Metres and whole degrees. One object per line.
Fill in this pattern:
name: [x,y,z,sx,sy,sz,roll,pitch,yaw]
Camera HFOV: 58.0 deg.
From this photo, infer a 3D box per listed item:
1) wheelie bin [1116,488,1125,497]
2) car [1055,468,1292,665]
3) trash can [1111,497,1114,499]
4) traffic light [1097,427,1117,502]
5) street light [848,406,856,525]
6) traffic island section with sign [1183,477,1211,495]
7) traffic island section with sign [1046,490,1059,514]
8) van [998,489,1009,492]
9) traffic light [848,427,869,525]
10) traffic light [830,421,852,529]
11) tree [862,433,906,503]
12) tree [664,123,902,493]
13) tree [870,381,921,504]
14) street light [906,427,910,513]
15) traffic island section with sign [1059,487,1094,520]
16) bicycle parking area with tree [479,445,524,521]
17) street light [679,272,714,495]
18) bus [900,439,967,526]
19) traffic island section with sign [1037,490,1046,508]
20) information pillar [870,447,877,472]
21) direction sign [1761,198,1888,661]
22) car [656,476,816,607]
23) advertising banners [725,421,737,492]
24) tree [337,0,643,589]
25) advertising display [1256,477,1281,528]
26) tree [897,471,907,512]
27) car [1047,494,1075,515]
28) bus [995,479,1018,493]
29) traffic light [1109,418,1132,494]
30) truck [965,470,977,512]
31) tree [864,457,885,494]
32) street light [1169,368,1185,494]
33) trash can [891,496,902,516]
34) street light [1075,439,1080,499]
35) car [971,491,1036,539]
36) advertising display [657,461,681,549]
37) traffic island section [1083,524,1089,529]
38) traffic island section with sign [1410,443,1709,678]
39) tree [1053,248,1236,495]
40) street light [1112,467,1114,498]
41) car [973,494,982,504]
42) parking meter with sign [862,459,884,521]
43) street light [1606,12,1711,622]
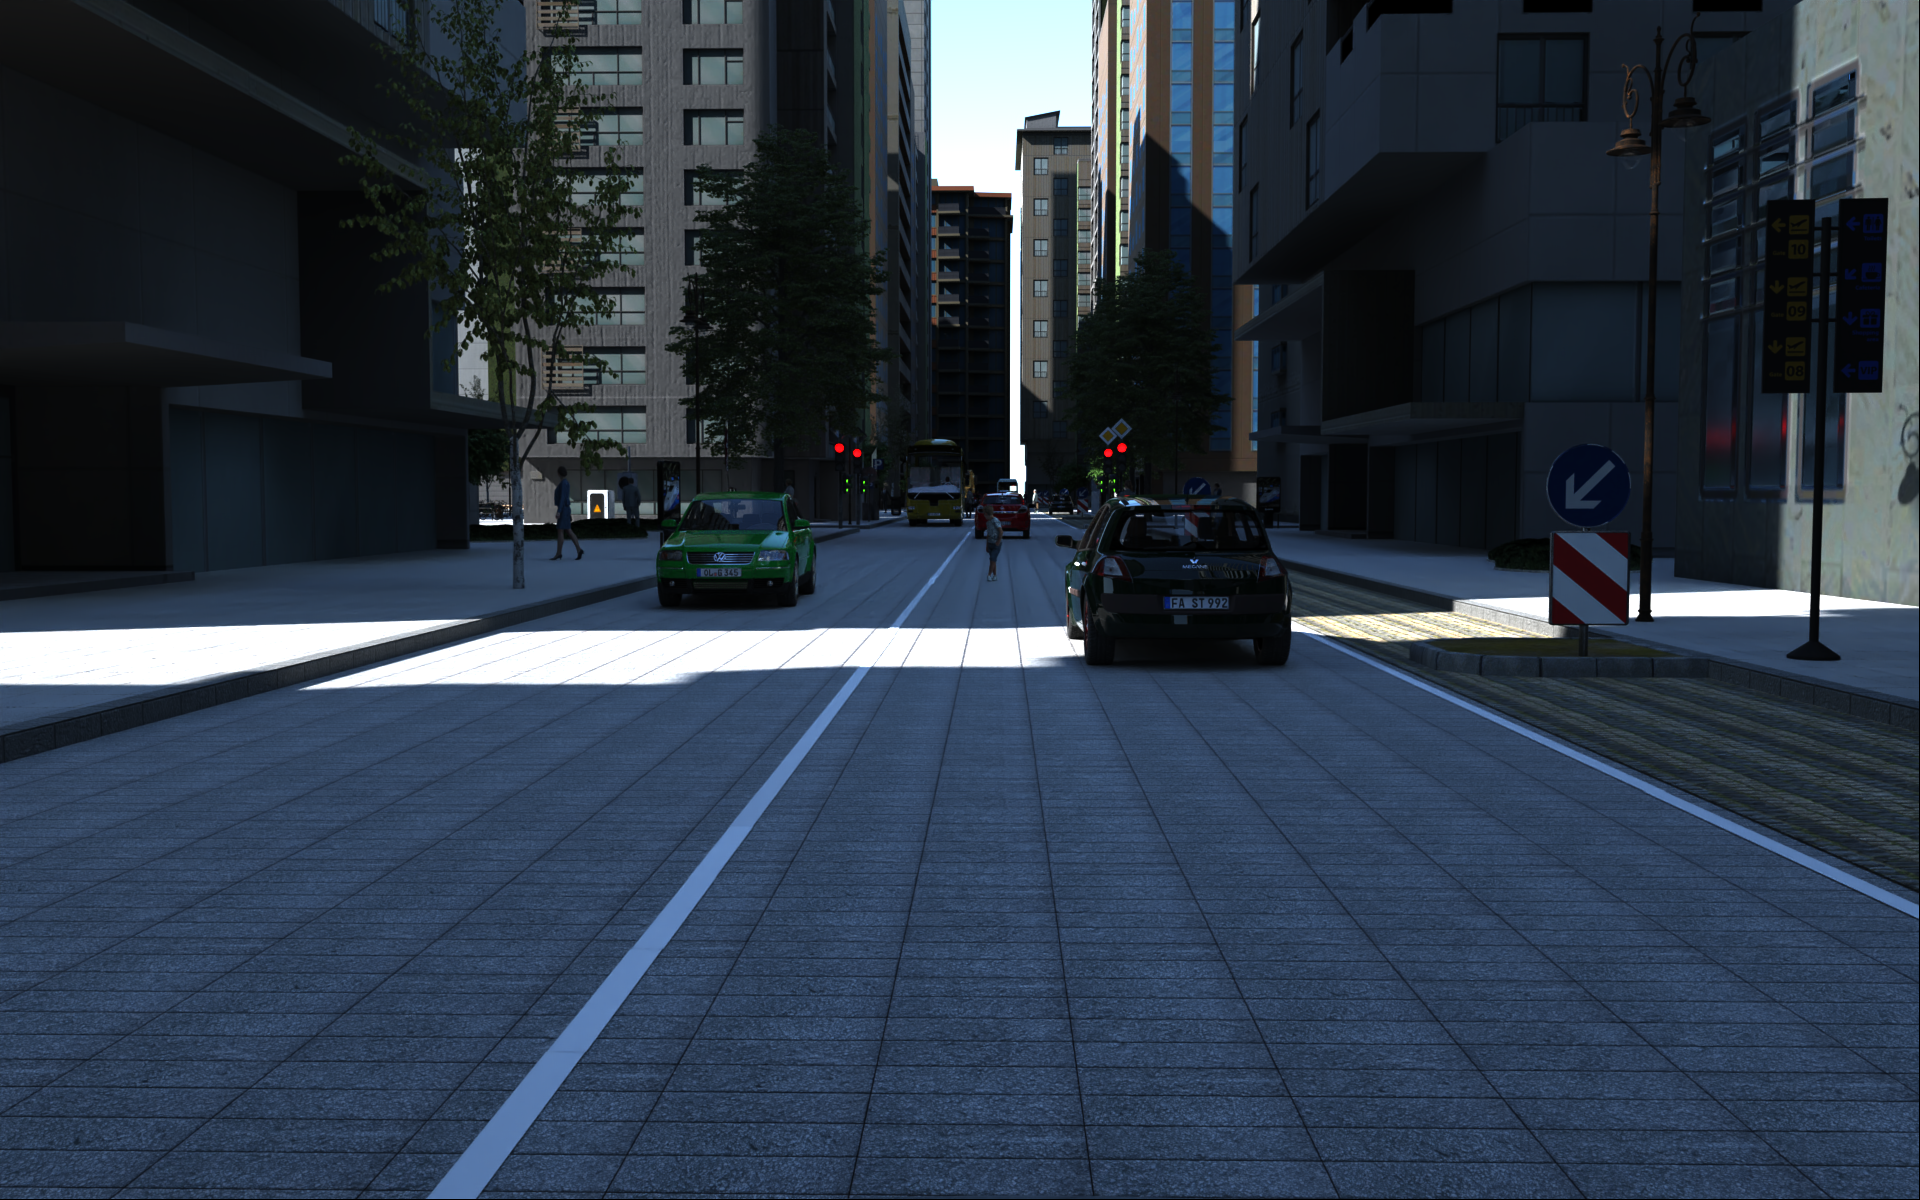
wheelie bin: [8.615,-5.115,91.541,0.693,1.594,0.980,0,4,8]
car: [1.904,-0.374,15.903,2.009,1.686,4.222,0,4,0]
trash can: [8.648,-5.141,95.701,0.748,1.137,0.748,0,3,0]
traffic light: [6.122,-5.079,71.966,0.839,4.253,0.868,0,4,1]
street light: [-4.635,-6.118,72.813,0.468,5.910,1.993,0,4,1]
traffic island section with sign: [5.462,-2.000,41.330,1.989,1.847,2.006,0,4,1]
traffic island section with sign: [7.382,-7.116,124.981,1.989,1.847,2.006,0,4,1]
van: [4.844,-11.377,193.029,2.013,2.044,4.112,0,4,0]
traffic light: [-4.236,-5.093,72.186,0.839,4.253,0.868,0,4,1]
traffic light: [-4.419,-4.604,64.203,0.839,4.253,0.868,0,4,1]
tree: [-5.160,-6.710,93.425,4.285,4.588,4.351,0,3,0]
tree: [-5.311,-8.277,53.456,7.486,12.596,7.792,0,3,0]
tree: [-4.461,-9.944,112.951,4.360,8.622,3.978,0,3,0]
street light: [-3.604,-8.949,119.103,0.468,5.910,1.993,0,4,1]
traffic island section with sign: [6.746,-5.427,97.366,1.989,1.847,2.006,0,4,1]
bicycle parking area with tree: [-24.022,-6.133,87.280,8.231,4.147,9.016,-3,4,-37]
street light: [-5.495,-3.883,36.282,0.468,5.910,1.993,0,4,1]
bus: [-1.068,-5.457,80.764,2.896,3.916,12.252,0,4,1]
traffic island section with sign: [9.102,-11.751,200.756,1.989,1.847,2.006,0,4,1]
information pillar: [-4.287,-5.788,85.992,0.183,3.616,0.504,2,4,29]
direction sign: [6.653,-1.309,13.394,0.876,3.537,0.379,0,4,7]
car: [-2.960,-0.896,23.453,1.959,1.807,4.718,0,4,0]
advertising banners: [-5.415,-2.739,40.967,0.090,3.025,2.074,-1,4,-14]
tree: [-5.993,-4.446,23.048,4.737,8.622,4.395,0,3,0]
advertising display: [11.538,-3.643,64.778,0.974,1.923,0.123,-1,4,-20]
tree: [-3.708,-7.977,125.022,1.663,3.219,1.824,0,3,0]
car: [7.074,-6.815,121.208,2.009,1.686,4.222,0,4,3]
bus: [5.838,-13.469,215.076,2.948,3.499,13.247,0,4,1]
traffic light: [5.940,-4.591,63.983,0.839,4.253,0.868,0,4,1]
truck: [-0.213,-8.863,140.827,3.469,3.379,9.791,0,4,2]
tree: [-4.609,-5.798,89.390,1.663,3.219,1.824,0,3,0]
street light: [7.950,-5.553,63.573,0.468,5.910,1.993,0,4,1]
trash can: [-3.813,-5.615,103.459,0.748,1.137,0.748,0,3,0]
street light: [9.880,-10.576,145.704,0.468,5.910,1.993,0,4,1]
car: [1.416,-2.935,57.031,2.155,1.783,4.494,0,4,2]
advertising display: [-5.670,-1.747,33.774,0.123,1.923,0.974,1,4,11]
traffic island section: [6.162,-3.046,72.079,2.009,0.180,2.903,0,4,1]
traffic island section with sign: [4.848,-0.352,14.382,1.989,1.847,2.006,0,4,1]
tree: [8.973,-9.893,79.872,7.486,12.596,7.792,0,3,0]
street light: [8.781,-7.738,99.304,0.468,5.910,1.993,0,4,1]
car: [1.912,-12.287,209.934,2.155,1.783,4.494,0,4,3]
parking meter with sign: [-4.283,-5.405,84.624,0.543,3.016,1.738,1,4,19]
street light: [6.903,-2.721,17.283,0.468,5.910,1.993,0,4,1]
